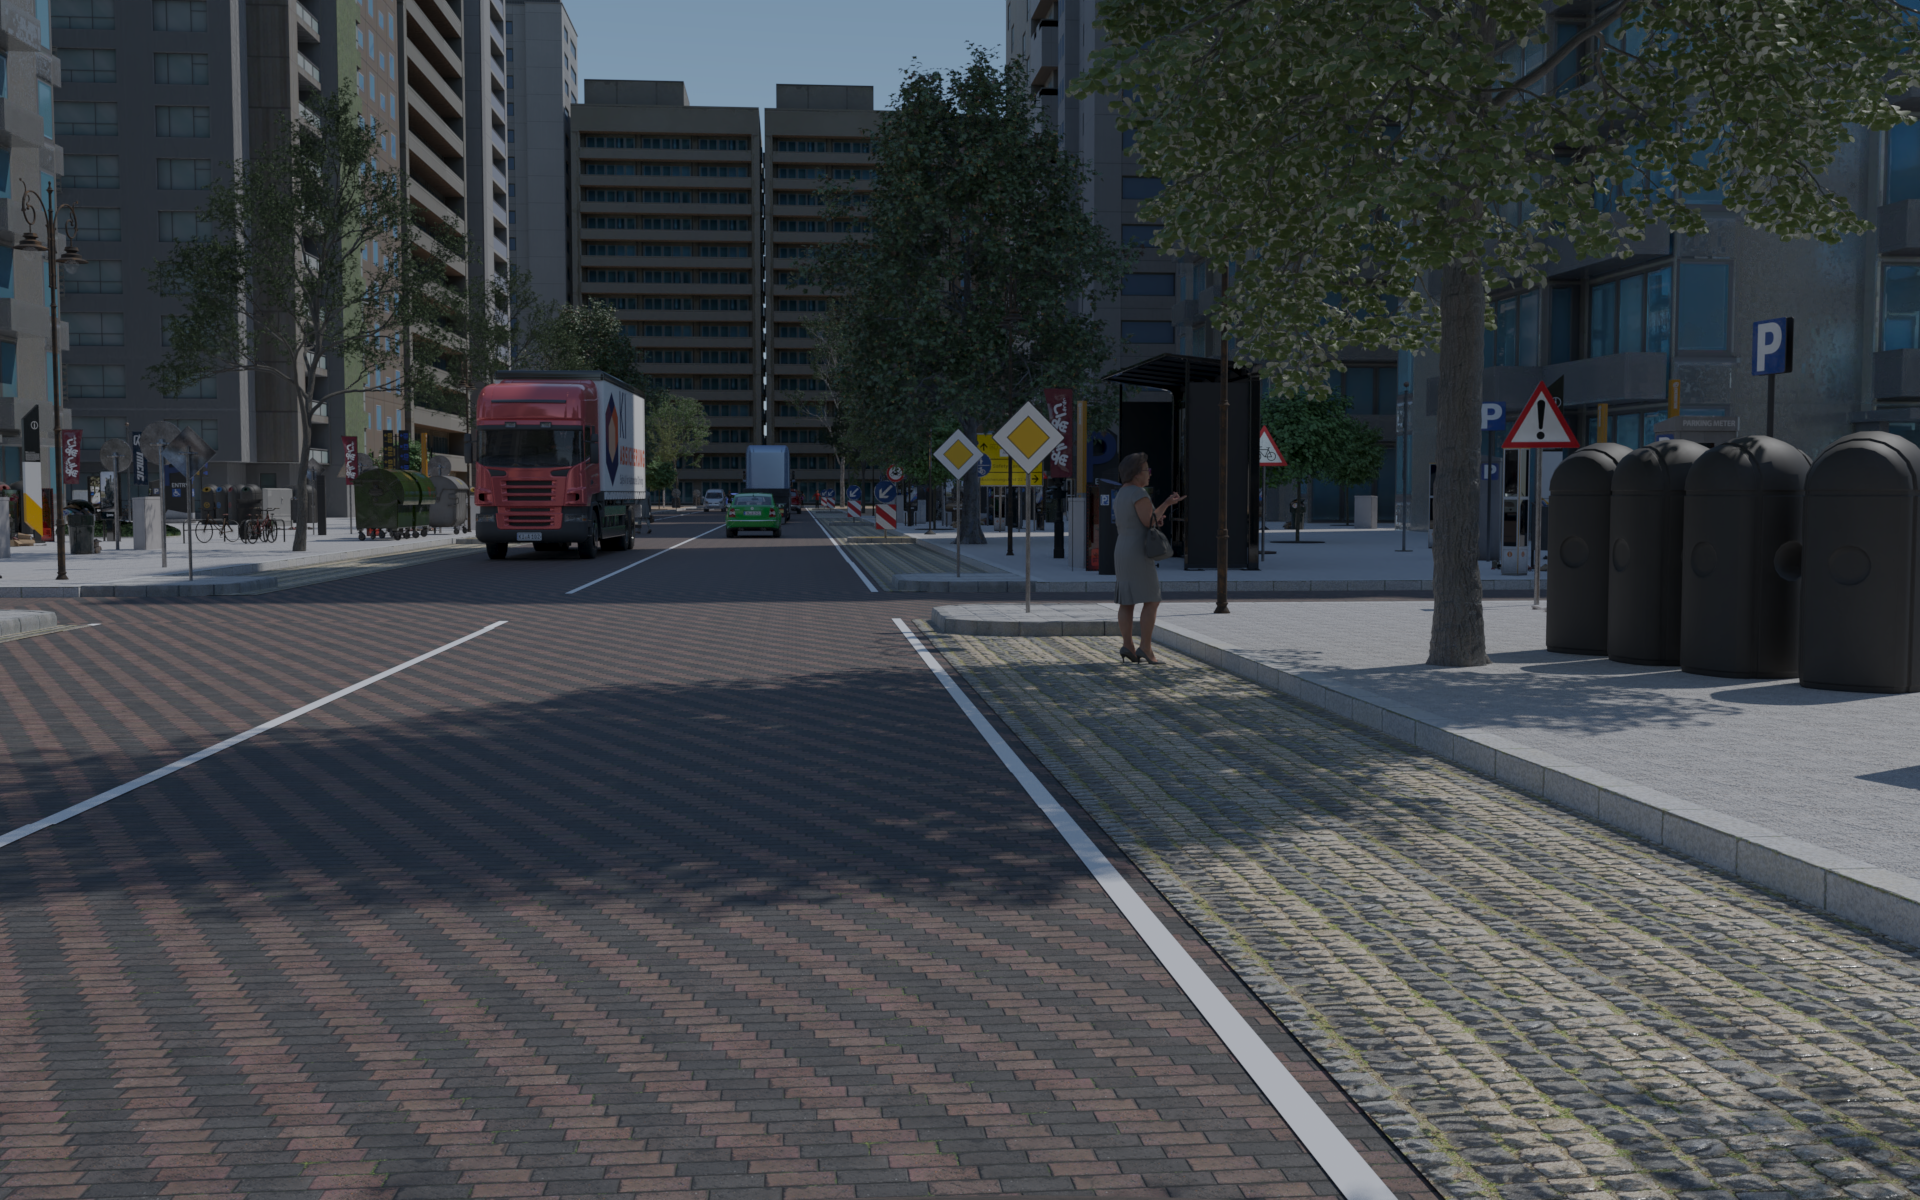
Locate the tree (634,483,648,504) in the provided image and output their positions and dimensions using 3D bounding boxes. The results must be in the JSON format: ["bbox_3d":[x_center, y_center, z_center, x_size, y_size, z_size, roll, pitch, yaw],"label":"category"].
[{"bbox_3d":[-23.269,-7.949,124.575,1.663,3.219,1.824,0,3,0],"label":"tree"}]

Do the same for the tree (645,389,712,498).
[{"bbox_3d":[-28.103,-15.007,171.116,9.928,11.665,9.643,0,3,0],"label":"tree"}]

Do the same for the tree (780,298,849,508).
[{"bbox_3d":[-10.786,-18.947,165.665,12.611,20.169,13.585,0,3,0],"label":"tree"}]

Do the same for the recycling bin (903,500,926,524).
[{"bbox_3d":[-1.960,-3.811,74.868,0.722,1.027,0.722,-3,5,-44],"label":"recycling bin"}]

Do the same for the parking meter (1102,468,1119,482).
[{"bbox_3d":[3.384,-2.028,38.865,0.255,1.863,0.399,-2,4,-34],"label":"parking meter"}]

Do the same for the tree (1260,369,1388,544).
[{"bbox_3d":[8.813,-3.776,45.456,4.285,4.588,4.351,0,3,0],"label":"tree"}]

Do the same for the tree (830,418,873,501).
[{"bbox_3d":[-8.891,-11.818,143.593,4.737,8.622,4.395,0,3,0],"label":"tree"}]

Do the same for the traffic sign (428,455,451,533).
[{"bbox_3d":[-17.042,-3.463,56.726,0.768,2.556,0.104,0,4,-1],"label":"traffic sign"}]

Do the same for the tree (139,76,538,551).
[{"bbox_3d":[-14.439,-6.360,38.398,7.601,10.594,8.767,0,4,2],"label":"tree"}]

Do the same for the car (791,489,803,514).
[{"bbox_3d":[-12.563,-7.168,125.874,2.281,1.827,5.304,0,4,-5],"label":"car"}]

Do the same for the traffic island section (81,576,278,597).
[{"bbox_3d":[-11.395,-0.204,25.617,2.009,0.180,2.903,0,4,-5],"label":"traffic island section"}]

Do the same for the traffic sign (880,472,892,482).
[{"bbox_3d":[-4.228,-6.064,99.248,0.768,2.556,0.104,0,4,-5],"label":"traffic sign"}]

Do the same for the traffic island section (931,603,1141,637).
[{"bbox_3d":[0.754,0.216,18.746,2.009,0.180,2.903,0,4,-5],"label":"traffic island section"}]

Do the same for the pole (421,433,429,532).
[{"bbox_3d":[-17.892,-3.919,57.911,0.158,3.312,0.155,0,3,0],"label":"pole"}]

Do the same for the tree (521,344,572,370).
[{"bbox_3d":[-19.341,-8.171,83.962,4.360,8.622,3.978,0,3,0],"label":"tree"}]

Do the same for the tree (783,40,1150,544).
[{"bbox_3d":[0.267,-7.789,44.350,9.611,12.733,9.660,0,3,0],"label":"tree"}]

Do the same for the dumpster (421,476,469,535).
[{"bbox_3d":[-16.443,-3.023,55.178,1.264,1.857,1.865,0,4,-5],"label":"dumpster"}]

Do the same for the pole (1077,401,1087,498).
[{"bbox_3d":[2.669,-2.700,37.983,0.158,3.312,0.155,0,3,0],"label":"pole"}]

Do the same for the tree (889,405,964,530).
[{"bbox_3d":[-0.863,-4.792,62.058,4.285,4.588,4.351,0,3,0],"label":"tree"}]

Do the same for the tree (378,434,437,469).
[{"bbox_3d":[-28.834,-6.505,90.073,4.285,4.588,4.351,0,3,0],"label":"tree"}]

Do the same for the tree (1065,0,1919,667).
[{"bbox_3d":[3.867,-5.758,12.267,7.486,12.596,7.792,0,3,0],"label":"tree"}]

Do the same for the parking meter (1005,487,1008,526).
[{"bbox_3d":[1.801,-3.907,69.593,0.255,1.863,0.399,2,4,35],"label":"parking meter"}]

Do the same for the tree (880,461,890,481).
[{"bbox_3d":[-3.939,-8.858,95.182,4.360,8.622,3.978,0,3,0],"label":"tree"}]

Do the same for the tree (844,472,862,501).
[{"bbox_3d":[-9.177,-9.357,147.587,1.663,3.219,1.824,0,3,0],"label":"tree"}]

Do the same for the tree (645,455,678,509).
[{"bbox_3d":[-25.205,-9.860,144.930,4.285,4.588,4.351,0,3,0],"label":"tree"}]

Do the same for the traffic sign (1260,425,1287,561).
[{"bbox_3d":[5.766,-2.013,32.916,0.884,2.594,0.081,0,4,1],"label":"traffic sign"}]

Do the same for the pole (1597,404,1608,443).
[{"bbox_3d":[14.490,-2.770,39.141,0.158,3.312,0.155,0,3,0],"label":"pole"}]

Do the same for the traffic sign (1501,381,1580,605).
[{"bbox_3d":[6.684,-1.223,20.005,0.884,2.594,0.081,0,4,4],"label":"traffic sign"}]

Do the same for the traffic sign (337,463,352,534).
[{"bbox_3d":[-19.563,-3.399,55.583,0.884,2.594,0.081,0,4,1],"label":"traffic sign"}]

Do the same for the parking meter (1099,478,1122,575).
[{"bbox_3d":[2.393,-1.170,27.535,0.372,1.533,0.369,0,3,0],"label":"parking meter"}]

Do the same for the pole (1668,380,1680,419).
[{"bbox_3d":[12.730,-2.270,30.954,0.158,3.312,0.155,0,3,0],"label":"pole"}]

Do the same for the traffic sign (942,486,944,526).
[{"bbox_3d":[-0.696,-4.259,69.741,0.768,2.556,0.104,0,4,2],"label":"traffic sign"}]

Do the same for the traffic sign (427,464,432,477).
[{"bbox_3d":[-22.765,-4.536,74.275,0.768,2.556,0.104,0,3,0],"label":"traffic sign"}]

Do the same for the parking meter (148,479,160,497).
[{"bbox_3d":[-32.083,-3.871,69.008,0.255,1.863,0.399,3,5,41],"label":"parking meter"}]

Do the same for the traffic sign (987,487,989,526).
[{"bbox_3d":[1.114,-4.254,69.658,0.768,2.556,0.104,0,4,3],"label":"traffic sign"}]

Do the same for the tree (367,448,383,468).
[{"bbox_3d":[-24.693,-4.790,72.910,1.663,3.219,1.824,0,3,0],"label":"tree"}]

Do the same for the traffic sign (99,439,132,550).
[{"bbox_3d":[-19.384,-2.426,39.778,0.768,2.556,0.104,0,4,3],"label":"traffic sign"}]

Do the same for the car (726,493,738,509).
[{"bbox_3d":[-22.436,-9.966,172.538,1.945,1.707,3.694,0,4,-6],"label":"car"}]

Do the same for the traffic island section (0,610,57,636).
[{"bbox_3d":[-10.636,0.282,17.668,2.009,0.180,2.903,0,4,-5],"label":"traffic island section"}]

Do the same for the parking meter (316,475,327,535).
[{"bbox_3d":[-19.875,-2.948,53.916,0.255,1.863,0.399,-1,4,-19],"label":"parking meter"}]

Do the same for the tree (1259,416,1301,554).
[{"bbox_3d":[6.202,-2.600,37.108,1.663,3.219,1.824,0,3,0],"label":"tree"}]

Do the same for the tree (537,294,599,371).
[{"bbox_3d":[-17.625,-8.143,67.558,8.767,10.594,7.601,2,4,25],"label":"tree"}]

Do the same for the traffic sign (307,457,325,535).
[{"bbox_3d":[-20.315,-3.254,54.380,0.795,2.450,0.064,0,4,-1],"label":"traffic sign"}]

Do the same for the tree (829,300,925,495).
[{"bbox_3d":[-2.837,-10.346,87.284,7.486,12.596,7.792,0,3,0],"label":"tree"}]

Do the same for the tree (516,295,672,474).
[{"bbox_3d":[-21.375,-11.203,100.177,9.611,12.733,9.660,0,3,0],"label":"tree"}]

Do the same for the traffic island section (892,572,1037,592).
[{"bbox_3d":[-0.005,-0.270,26.696,2.009,0.180,2.903,0,4,-5],"label":"traffic island section"}]

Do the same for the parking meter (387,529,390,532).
[{"bbox_3d":[-18.994,-3.032,57.989,0.372,1.533,0.369,0,3,0],"label":"parking meter"}]

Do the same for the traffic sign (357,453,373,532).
[{"bbox_3d":[-18.463,-3.256,53.335,0.768,2.556,0.104,0,4,-3],"label":"traffic sign"}]

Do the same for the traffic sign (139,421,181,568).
[{"bbox_3d":[-13.897,-1.839,30.178,0.768,2.556,0.104,0,4,-3],"label":"traffic sign"}]

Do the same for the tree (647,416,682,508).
[{"bbox_3d":[-27.752,-12.874,160.856,4.737,8.622,4.395,0,3,0],"label":"tree"}]

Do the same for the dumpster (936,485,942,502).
[{"bbox_3d":[-0.860,-5.707,99.072,1.264,1.857,1.865,0,4,-6],"label":"dumpster"}]

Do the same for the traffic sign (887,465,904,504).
[{"bbox_3d":[-2.730,-4.485,73.443,0.768,2.556,0.104,0,3,0],"label":"traffic sign"}]

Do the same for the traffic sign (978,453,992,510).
[{"bbox_3d":[0.576,-3.211,52.601,0.768,2.556,0.104,0,4,4],"label":"traffic sign"}]

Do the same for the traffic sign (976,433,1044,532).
[{"bbox_3d":[1.656,-3.912,57.826,2.265,3.308,0.079,0,3,0],"label":"traffic sign"}]

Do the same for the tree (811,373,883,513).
[{"bbox_3d":[-6.182,-11.038,114.881,8.767,10.594,7.601,3,5,39],"label":"tree"}]
